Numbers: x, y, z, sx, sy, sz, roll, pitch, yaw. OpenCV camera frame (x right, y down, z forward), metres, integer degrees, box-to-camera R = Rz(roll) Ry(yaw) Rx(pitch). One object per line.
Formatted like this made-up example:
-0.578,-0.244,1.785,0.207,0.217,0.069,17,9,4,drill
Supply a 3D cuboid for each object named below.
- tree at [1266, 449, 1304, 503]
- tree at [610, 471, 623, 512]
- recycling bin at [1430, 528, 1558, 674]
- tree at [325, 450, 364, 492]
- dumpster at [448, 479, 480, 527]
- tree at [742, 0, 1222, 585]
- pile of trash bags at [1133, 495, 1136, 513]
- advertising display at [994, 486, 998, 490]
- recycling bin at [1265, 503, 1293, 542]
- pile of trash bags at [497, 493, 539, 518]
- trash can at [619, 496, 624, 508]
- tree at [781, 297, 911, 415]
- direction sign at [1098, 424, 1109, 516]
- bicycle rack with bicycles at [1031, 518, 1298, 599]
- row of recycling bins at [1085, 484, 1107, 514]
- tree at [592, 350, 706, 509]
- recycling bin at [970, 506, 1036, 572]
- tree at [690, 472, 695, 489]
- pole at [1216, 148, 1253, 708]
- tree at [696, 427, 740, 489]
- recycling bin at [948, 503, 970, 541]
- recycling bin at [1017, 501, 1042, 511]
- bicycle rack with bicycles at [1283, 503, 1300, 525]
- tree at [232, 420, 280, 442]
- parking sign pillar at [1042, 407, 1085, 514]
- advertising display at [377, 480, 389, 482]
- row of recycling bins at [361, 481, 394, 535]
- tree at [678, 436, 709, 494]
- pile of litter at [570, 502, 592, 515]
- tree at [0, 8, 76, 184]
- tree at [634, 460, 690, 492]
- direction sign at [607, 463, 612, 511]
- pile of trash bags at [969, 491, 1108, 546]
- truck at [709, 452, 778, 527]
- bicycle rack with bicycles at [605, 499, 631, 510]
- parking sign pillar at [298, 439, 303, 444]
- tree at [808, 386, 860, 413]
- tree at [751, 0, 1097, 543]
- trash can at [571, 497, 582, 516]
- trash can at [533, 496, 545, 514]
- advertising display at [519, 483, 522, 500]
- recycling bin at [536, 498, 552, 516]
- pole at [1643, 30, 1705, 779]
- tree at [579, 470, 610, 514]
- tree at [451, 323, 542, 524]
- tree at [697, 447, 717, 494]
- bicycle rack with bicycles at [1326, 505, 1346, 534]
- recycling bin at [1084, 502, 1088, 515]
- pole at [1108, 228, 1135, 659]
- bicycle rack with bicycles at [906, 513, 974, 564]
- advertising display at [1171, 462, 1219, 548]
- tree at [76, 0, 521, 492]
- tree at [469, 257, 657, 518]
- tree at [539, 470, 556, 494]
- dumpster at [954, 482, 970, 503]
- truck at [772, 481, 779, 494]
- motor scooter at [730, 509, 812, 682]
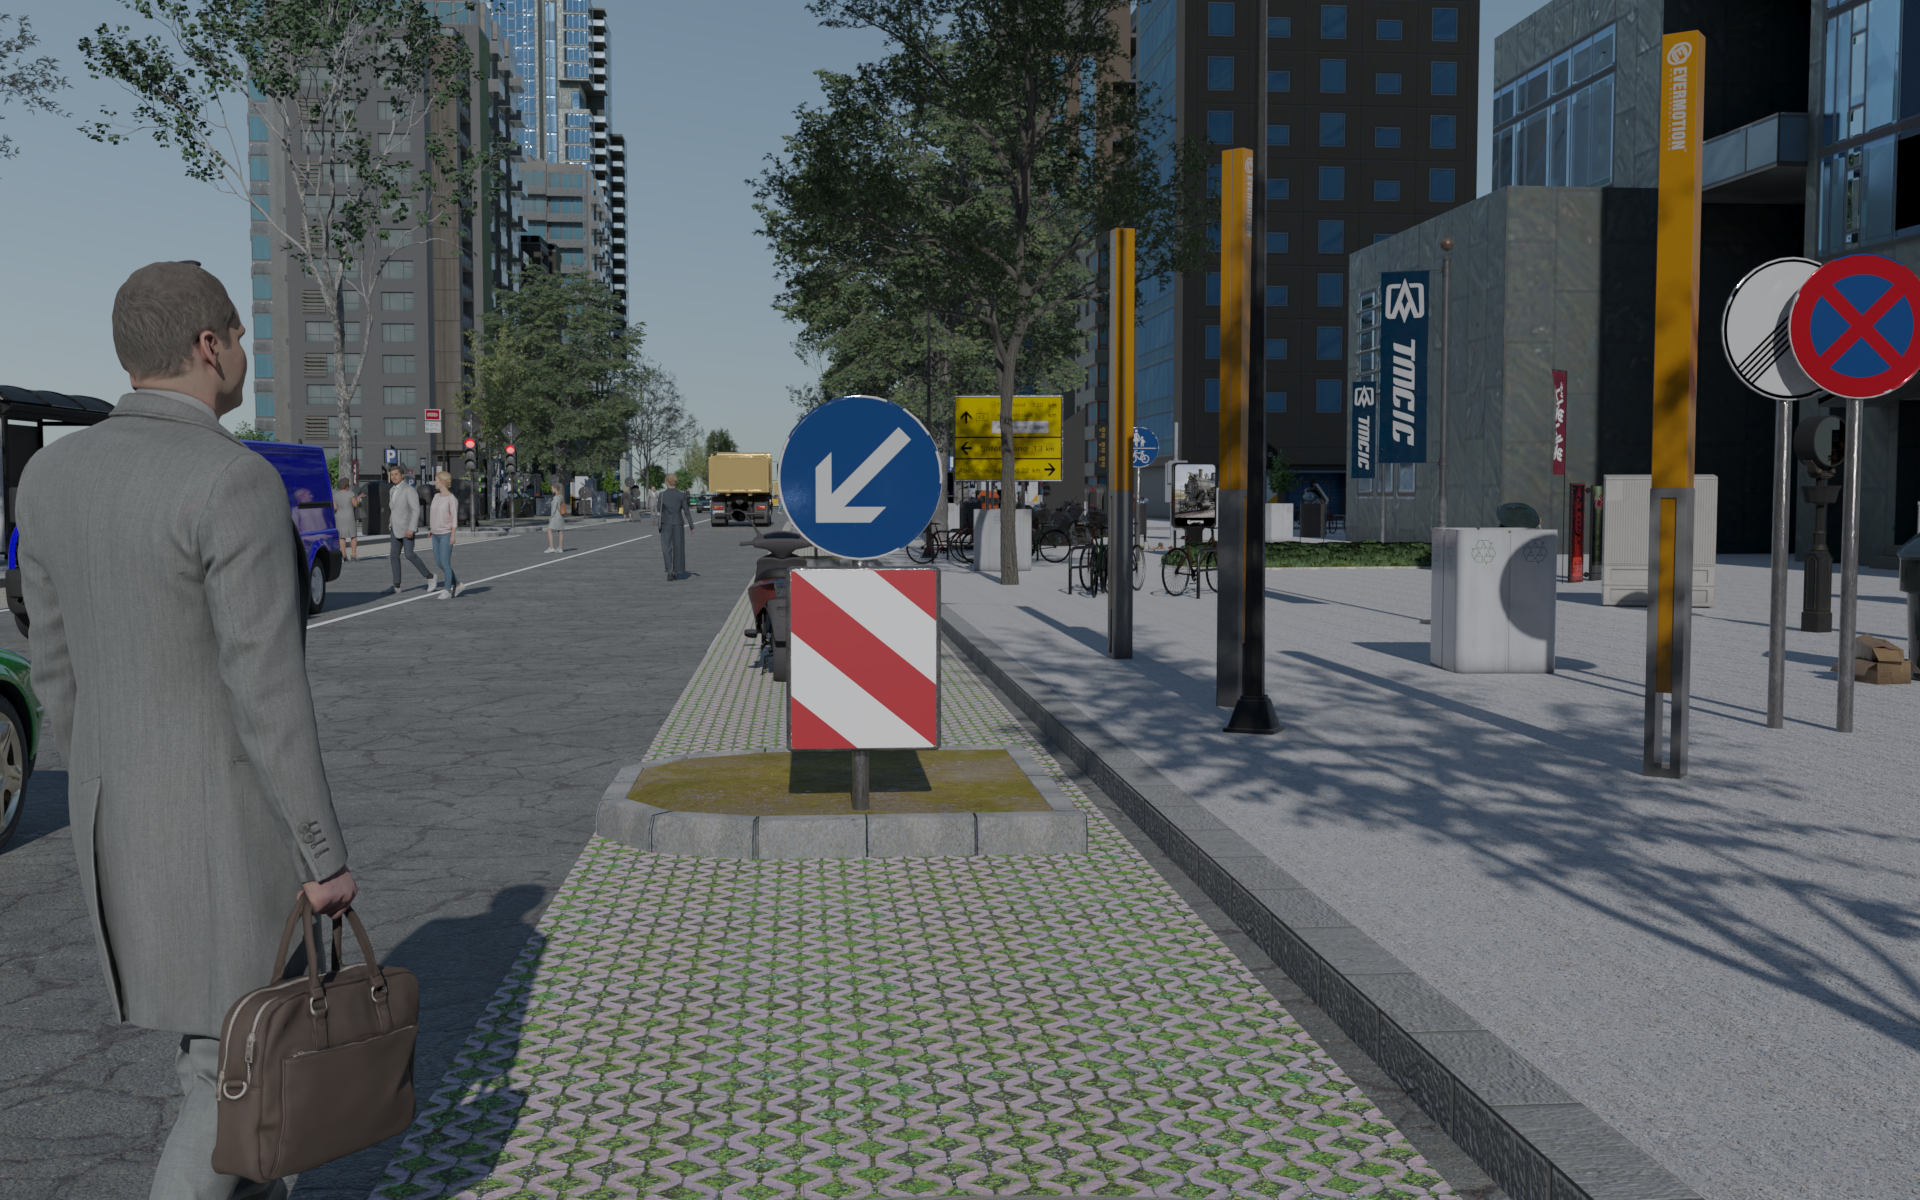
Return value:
13.724,-4.886,74.487,1.663,3.219,1.824,0,3,0,tree
-24.579,-7.806,122.230,1.663,3.219,1.824,0,3,0,tree
3.900,-0.008,12.693,0.722,1.027,0.722,0,4,-1,recycling bin
-46.093,-8.874,128.811,4.285,4.588,4.351,0,3,0,tree
-19.424,-3.765,67.315,1.264,1.857,1.865,0,4,-5,dumpster
0.414,-5.482,24.044,7.601,10.594,8.767,-3,4,-37,tree
3.810,-2.560,51.606,3.447,1.369,1.912,-2,4,-33,pile of trash bags
2.407,-7.834,133.301,0.974,1.923,0.123,0,4,0,advertising display
8.414,-2.065,46.314,0.722,1.027,0.722,-2,4,-27,recycling bin
-24.940,-5.147,93.900,3.447,1.369,1.912,-2,4,-26,pile of trash bags
-24.626,-7.053,126.963,0.748,1.137,0.748,0,3,0,trash can
-9.893,-18.371,156.258,12.611,20.169,13.585,0,3,0,tree
4.756,-3.896,55.690,0.379,3.537,0.876,-3,4,-39,direction sign
2.417,-0.546,22.310,2.852,0.926,2.925,2,4,32,bicycle rack with bicycles
5.426,-3.906,70.970,1.069,1.692,3.534,-3,4,-37,row of recycling bins
-27.057,-14.595,148.993,12.009,13.543,11.850,0,3,0,tree
0.712,-1.002,28.930,0.722,1.027,0.722,3,5,40,recycling bin
-32.406,-13.304,201.240,4.285,4.588,4.351,0,3,0,tree
1.659,-1.011,10.380,0.158,3.312,0.155,0,3,0,pole
-40.498,-22.988,292.854,9.611,12.733,9.660,0,3,0,tree
0.104,-2.137,47.499,0.722,1.027,0.722,2,4,30,recycling bin
2.525,-2.846,59.081,0.722,1.027,0.722,3,5,41,recycling bin
12.944,-3.521,70.953,2.925,0.926,2.852,2,4,27,bicycle rack with bicycles
-31.617,-5.694,76.813,4.285,4.588,4.351,0,3,0,tree
3.227,-4.010,54.037,1.447,3.967,1.447,0,4,0,parking sign pillar
-27.094,-4.667,81.525,0.123,1.923,0.974,1,4,20,advertising display
-18.656,-2.973,55.727,1.069,1.692,3.534,-1,4,-15,row of recycling bins
-35.389,-17.336,233.809,4.737,8.622,4.395,0,3,0,tree
-22.936,-5.520,104.212,1.719,0.858,1.176,-1,4,-11,pile of litter
-16.066,-6.697,19.869,12.009,13.543,11.850,0,3,0,tree
-28.610,-10.896,161.859,4.285,4.588,4.351,0,3,0,tree
-25.185,-8.106,124.537,0.379,3.537,0.876,-2,4,-32,direction sign
1.760,-2.101,44.102,3.447,1.369,1.912,3,5,42,pile of trash bags
-9.894,-5.080,78.981,3.469,3.379,9.791,0,4,-5,truck
-27.307,-7.728,139.732,2.852,0.926,2.925,-2,4,-30,bicycle rack with bicycles
-32.178,-5.918,85.238,1.447,3.967,1.447,-1,4,-10,parking sign pillar
-6.504,-9.222,101.138,4.737,8.622,4.395,0,3,0,tree
-0.593,-8.498,45.593,9.857,13.997,8.962,0,3,0,tree
-22.383,-5.470,101.083,0.748,1.137,0.748,0,3,0,trash can
-25.588,-5.730,105.346,0.748,1.137,0.748,0,3,0,trash can
-25.985,-5.905,101.766,0.123,1.923,0.974,1,4,9,advertising display
-24.608,-5.497,102.429,0.722,1.027,0.722,-2,4,-31,recycling bin
3.217,-0.854,7.799,0.158,3.312,0.155,0,3,0,pole
-24.176,-7.288,113.765,1.663,3.219,1.824,0,3,0,tree
-20.171,-7.612,74.813,4.737,8.622,4.395,0,3,0,tree
-38.480,-19.215,264.522,4.360,8.622,3.978,0,3,0,tree
12.922,-2.576,55.495,2.852,0.926,2.925,0,4,-6,bicycle rack with bicycles
3.796,-2.707,56.808,0.722,1.027,0.722,1,4,9,recycling bin
1.250,-1.198,13.434,0.158,3.312,0.155,0,3,0,pole
0.634,-1.168,32.477,2.925,0.926,2.852,1,4,10,bicycle rack with bicycles
4.793,-1.852,35.491,0.974,1.923,0.123,-1,4,-18,advertising display
-18.691,-11.809,48.958,12.611,20.169,13.585,0,3,0,tree
-21.758,-11.486,94.443,9.857,13.997,8.962,0,3,0,tree
-33.064,-8.836,139.065,1.663,3.219,1.824,0,3,0,tree
-0.234,-4.049,71.957,1.264,1.857,1.865,0,4,-5,dumpster
-26.780,-16.254,261.669,3.469,3.379,9.791,0,4,-7,truck
-1.418,-0.063,13.807,0.815,1.314,1.986,0,4,-6,motor scooter
